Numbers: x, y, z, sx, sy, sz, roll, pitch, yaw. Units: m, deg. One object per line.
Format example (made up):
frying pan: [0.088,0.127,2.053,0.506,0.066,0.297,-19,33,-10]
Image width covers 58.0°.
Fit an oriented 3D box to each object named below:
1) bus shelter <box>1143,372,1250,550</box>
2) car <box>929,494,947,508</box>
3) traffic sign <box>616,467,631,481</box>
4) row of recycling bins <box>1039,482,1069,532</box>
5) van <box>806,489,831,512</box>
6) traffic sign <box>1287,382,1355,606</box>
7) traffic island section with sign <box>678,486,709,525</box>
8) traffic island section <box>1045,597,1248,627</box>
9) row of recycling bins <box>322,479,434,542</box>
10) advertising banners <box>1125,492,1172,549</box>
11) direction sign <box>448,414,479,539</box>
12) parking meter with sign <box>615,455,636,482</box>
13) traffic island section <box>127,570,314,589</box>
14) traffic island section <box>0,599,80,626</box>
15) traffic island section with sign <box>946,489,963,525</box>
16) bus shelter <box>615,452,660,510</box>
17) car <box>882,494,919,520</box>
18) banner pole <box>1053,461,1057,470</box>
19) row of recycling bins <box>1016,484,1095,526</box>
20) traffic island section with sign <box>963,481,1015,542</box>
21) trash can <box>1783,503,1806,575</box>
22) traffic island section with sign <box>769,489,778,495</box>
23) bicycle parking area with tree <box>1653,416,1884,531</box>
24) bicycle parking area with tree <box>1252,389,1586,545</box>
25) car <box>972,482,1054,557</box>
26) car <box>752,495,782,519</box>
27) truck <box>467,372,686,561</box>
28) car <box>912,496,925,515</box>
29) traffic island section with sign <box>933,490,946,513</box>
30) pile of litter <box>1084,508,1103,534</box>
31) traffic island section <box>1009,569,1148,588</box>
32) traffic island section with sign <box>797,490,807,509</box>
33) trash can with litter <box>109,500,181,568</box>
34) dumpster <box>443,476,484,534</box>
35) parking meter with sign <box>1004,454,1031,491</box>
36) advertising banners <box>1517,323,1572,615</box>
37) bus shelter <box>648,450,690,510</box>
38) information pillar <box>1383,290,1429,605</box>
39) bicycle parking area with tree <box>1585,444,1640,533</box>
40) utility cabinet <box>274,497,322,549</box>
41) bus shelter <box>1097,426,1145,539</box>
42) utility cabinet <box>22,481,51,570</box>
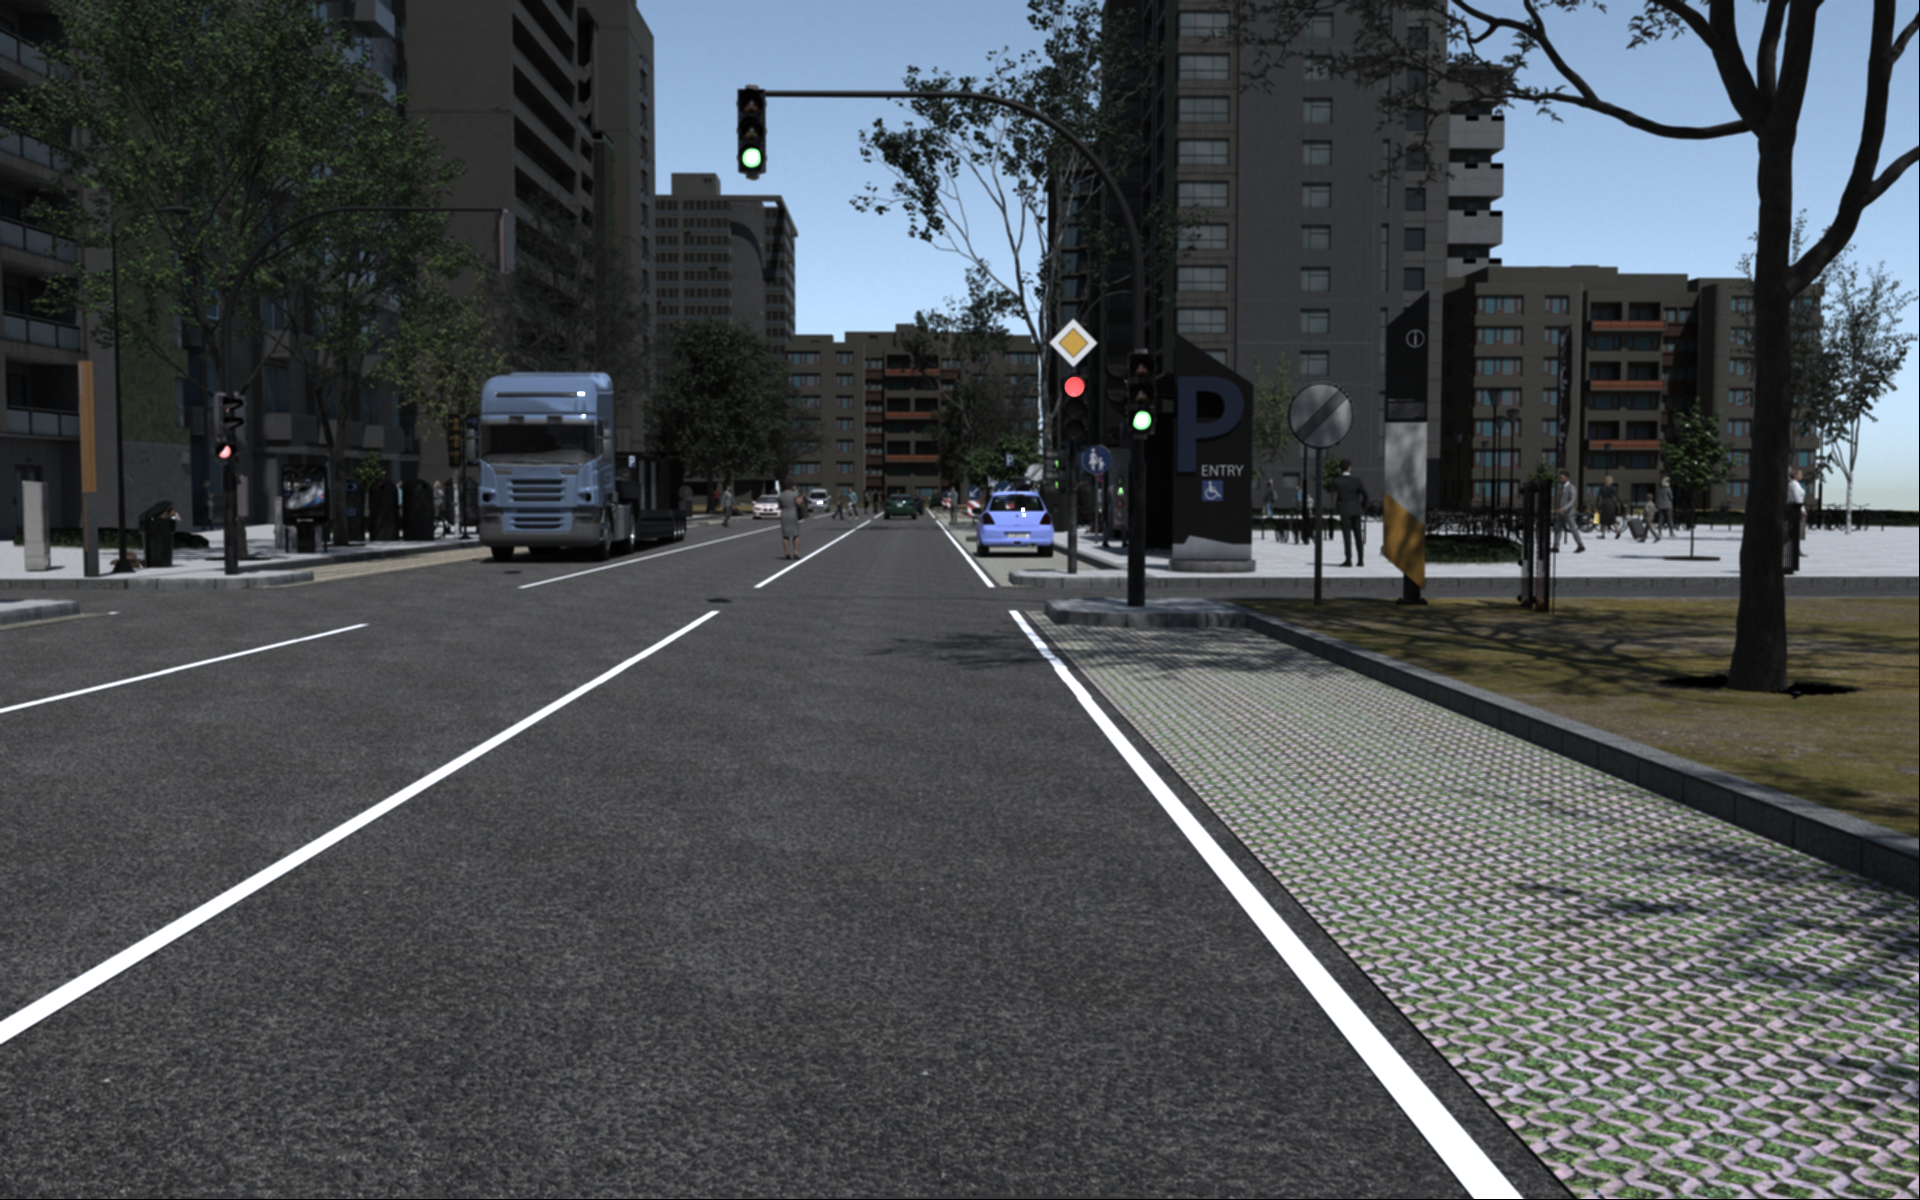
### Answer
bus shelter: [4.734,-2.769,36.560,1.731,3.624,6.357,0,4,-2]
car: [-2.142,-10.024,172.691,1.959,1.807,4.718,0,4,-2]
traffic sign: [-16.009,-5.039,82.494,0.768,2.556,0.104,0,4,4]
row of recycling bins: [3.283,-3.224,59.818,1.069,1.692,3.534,0,4,7]
van: [-11.263,-8.021,138.153,2.013,2.044,4.112,0,4,-1]
traffic sign: [4.095,-1.201,19.744,0.768,2.556,0.104,0,4,-1]
traffic island section with sign: [-12.644,-4.356,79.851,1.989,1.847,2.006,0,4,-1]
traffic island section: [2.038,0.145,19.918,2.009,0.180,2.903,0,4,-1]
row of recycling bins: [-16.155,-2.444,47.066,3.534,1.692,1.069,-2,4,-24]
advertising banners: [4.843,-2.693,40.219,2.074,3.025,0.090,-1,4,-12]
direction sign: [-14.029,-3.487,49.015,0.876,3.537,0.379,0,4,6]
parking meter with sign: [-15.462,-4.998,77.973,1.738,3.016,0.543,2,4,26]
traffic island section: [-11.607,-0.323,27.556,2.009,0.180,2.903,0,4,-1]
traffic island section: [-11.399,0.166,19.573,2.009,0.180,2.903,0,4,-1]
traffic island section with sign: [0.497,-4.336,79.517,1.989,1.847,2.006,0,4,-1]
bus shelter: [-16.818,-6.701,87.193,2.179,5.291,8.768,0,4,-1]
car: [-3.388,-5.333,98.990,2.131,1.459,4.920,0,4,-1]
banner pole: [5.395,-6.791,101.057,0.863,3.779,0.401,3,4,36]
row of recycling bins: [3.896,-3.863,70.275,3.534,1.692,1.069,-2,4,-24]
traffic island section with sign: [1.192,-2.684,52.509,1.989,1.847,2.006,0,4,-1]
trash can: [13.120,-0.984,27.745,0.748,1.137,0.748,0,3,0]
traffic island section with sign: [-13.962,-7.439,130.258,1.989,1.847,2.006,0,4,-1]
bicycle parking area with tree: [28.931,-4.680,63.522,8.231,4.147,9.016,1,4,17]
bicycle parking area with tree: [11.980,-3.680,47.174,8.231,4.147,9.016,1,4,12]
car: [1.252,-1.878,40.302,1.945,1.707,3.694,0,4,-1]
car: [-10.897,-5.346,99.774,2.083,1.381,4.827,0,4,-3]
truck: [-9.167,-3.327,44.147,2.967,4.110,18.799,0,4,-3]
car: [-3.389,-6.536,119.437,1.945,1.354,3.894,0,4,0]
traffic island section with sign: [-0.820,-7.400,129.620,1.989,1.847,2.006,0,4,-1]
pile of litter: [4.647,-2.597,56.430,1.176,0.858,1.719,-2,4,-35]
traffic island section: [1.830,-0.344,27.900,2.009,0.180,2.903,0,4,-1]
traffic island section with sign: [-14.670,-9.105,157.487,1.989,1.847,2.006,0,4,-1]
trash can with litter: [-14.149,-1.144,30.089,0.624,1.170,1.055,3,4,38]
dumpster: [-16.068,-3.108,56.569,1.264,1.857,1.865,0,4,-2]
parking meter with sign: [2.698,-4.793,74.625,0.543,3.016,1.738,-3,5,-42]
advertising banners: [6.362,-1.386,18.855,0.090,3.025,2.074,0,4,6]
bus shelter: [-16.060,-6.337,94.896,1.731,3.624,6.357,0,4,-2]
information pillar: [5.165,-1.753,20.021,0.504,3.616,0.183,1,4,10]
bicycle parking area with tree: [19.145,-4.547,61.351,9.016,4.147,8.231,2,4,26]
utility cabinet: [-15.488,-1.797,40.548,1.020,1.237,0.306,0,4,4]
bus shelter: [5.044,-3.266,47.329,2.014,3.302,5.546,0,4,-1]
utility cabinet: [-15.539,-1.253,29.173,0.318,1.500,1.173,-2,4,-23]
